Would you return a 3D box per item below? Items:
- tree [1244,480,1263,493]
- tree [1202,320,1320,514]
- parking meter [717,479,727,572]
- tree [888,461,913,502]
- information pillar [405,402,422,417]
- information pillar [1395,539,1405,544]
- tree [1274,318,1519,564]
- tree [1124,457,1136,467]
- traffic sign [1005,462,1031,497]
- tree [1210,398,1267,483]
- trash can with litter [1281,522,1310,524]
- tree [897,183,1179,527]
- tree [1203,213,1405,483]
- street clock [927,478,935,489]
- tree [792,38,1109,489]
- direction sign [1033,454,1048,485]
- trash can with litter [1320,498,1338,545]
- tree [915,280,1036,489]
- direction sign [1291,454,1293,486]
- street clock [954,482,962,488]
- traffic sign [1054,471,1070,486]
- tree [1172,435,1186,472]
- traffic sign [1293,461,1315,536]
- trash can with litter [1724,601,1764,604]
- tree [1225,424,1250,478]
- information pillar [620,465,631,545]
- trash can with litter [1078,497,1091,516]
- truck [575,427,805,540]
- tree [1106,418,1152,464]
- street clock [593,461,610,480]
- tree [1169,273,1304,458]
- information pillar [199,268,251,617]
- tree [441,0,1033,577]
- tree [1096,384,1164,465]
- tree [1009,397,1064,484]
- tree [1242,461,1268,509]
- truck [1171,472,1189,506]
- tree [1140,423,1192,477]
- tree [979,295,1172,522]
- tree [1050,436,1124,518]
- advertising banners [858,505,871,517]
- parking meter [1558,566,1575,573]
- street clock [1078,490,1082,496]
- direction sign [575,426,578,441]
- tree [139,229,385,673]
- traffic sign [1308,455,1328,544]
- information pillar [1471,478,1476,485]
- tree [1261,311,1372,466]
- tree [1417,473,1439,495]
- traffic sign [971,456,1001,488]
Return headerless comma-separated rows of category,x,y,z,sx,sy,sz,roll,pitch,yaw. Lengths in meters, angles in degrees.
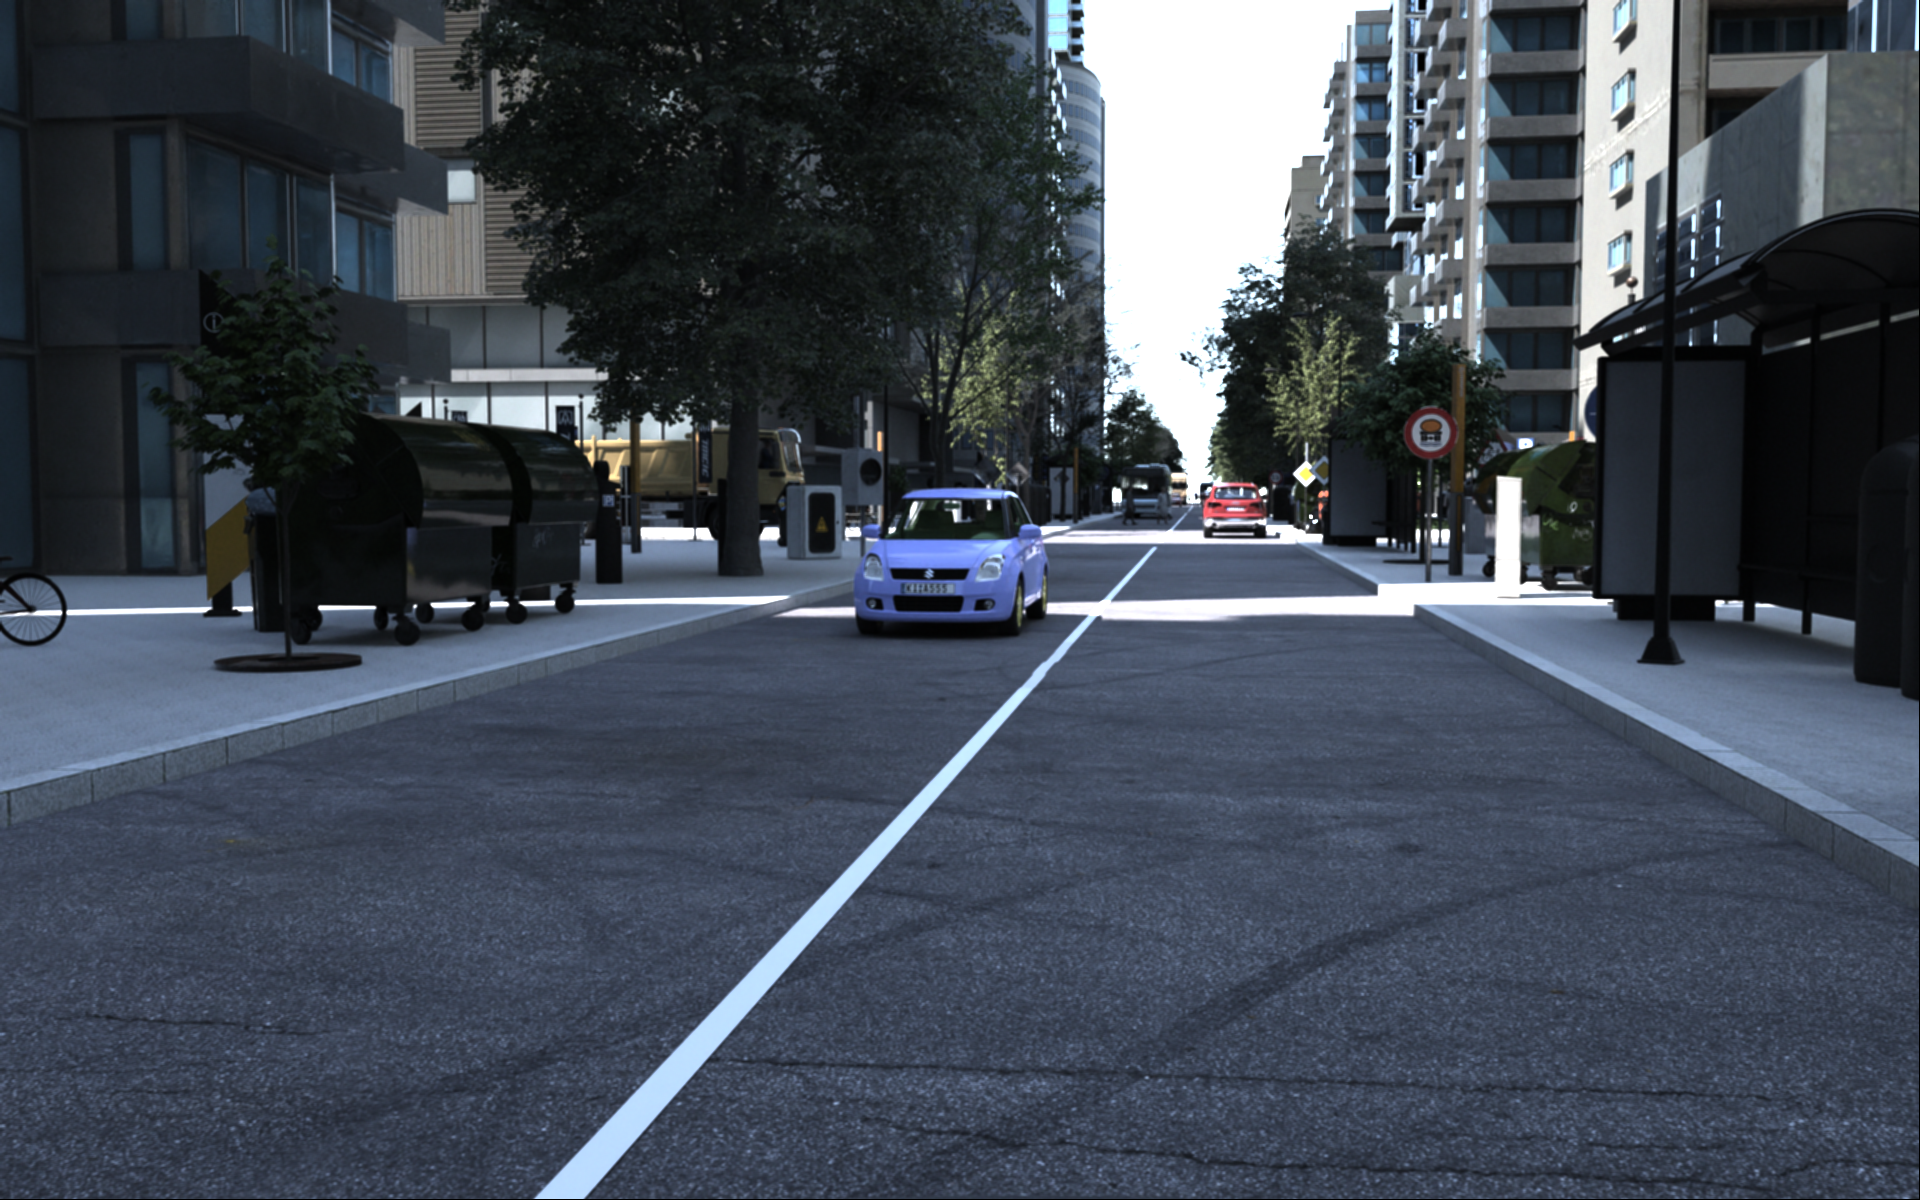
tree,23.143,-8.635,135.782,1.663,3.219,1.824,0,3,0
tree,20.311,-11.810,111.221,7.486,12.596,7.792,0,3,0
parking meter,-3.790,-1.225,28.441,0.372,1.533,0.369,0,3,0
tree,-3.152,-5.936,91.649,1.663,3.219,1.824,0,3,0
information pillar,-13.846,-3.214,43.895,0.504,3.616,0.183,-2,4,-35
information pillar,11.493,-2.477,44.991,0.304,2.012,0.304,0,4,6
tree,8.723,-2.967,32.221,4.285,4.588,4.351,0,3,0
tree,12.467,-9.328,136.223,4.285,4.588,4.351,0,3,0
traffic sign,1.797,-3.056,53.609,0.795,2.450,0.064,0,4,8
tree,29.104,-15.373,177.101,9.928,11.665,9.643,0,3,0
trash can with litter,15.057,-3.894,74.717,1.678,1.210,2.233,-3,4,-36
tree,2.607,-9.646,68.079,12.009,13.543,11.850,0,3,0
tree,16.031,-10.637,80.563,9.857,13.997,8.962,0,3,0
street clock,-1.250,-4.397,76.456,0.358,2.002,0.471,2,4,30
tree,-0.460,-6.999,40.185,9.928,11.665,9.643,0,3,0
direction sign,4.559,-6.513,98.489,0.876,3.537,0.379,0,4,7
trash can with litter,9.569,-1.960,43.427,1.055,1.170,0.624,0,4,7
tree,0.834,-6.623,58.652,4.737,8.622,4.395,0,3,0
direction sign,17.524,-6.084,91.464,0.379,3.537,0.876,1,4,13
street clock,-0.101,-5.988,102.480,0.471,2.002,0.358,-3,5,-40
traffic sign,5.033,-5.179,85.860,0.795,2.450,0.064,1,4,10
tree,29.075,-19.393,251.490,8.767,10.594,7.601,2,4,33
traffic sign,10.453,-2.980,52.373,0.795,2.450,0.064,0,4,8
trash can with litter,9.843,-0.559,20.201,1.678,1.210,2.233,-3,5,-42
tree,27.602,-13.268,167.289,4.360,8.622,3.978,0,3,0
information pillar,-8.458,-2.427,44.167,0.304,2.012,0.304,-3,5,-42
trash can with litter,7.108,-5.511,101.496,1.055,1.170,0.624,-1,4,-21
truck,-8.652,-3.372,51.056,9.791,3.379,3.469,0,4,7
tree,16.431,-13.290,167.649,4.737,8.622,4.395,0,3,0
street clock,-7.786,-2.021,37.622,0.358,2.002,0.471,-2,4,-31
tree,24.150,-18.020,150.511,12.611,20.169,13.585,0,3,0
information pillar,-7.658,-1.635,18.084,0.504,3.616,0.183,-1,4,-10
tree,-3.476,-7.357,26.942,9.857,13.997,8.962,0,3,0
tree,17.615,-15.916,178.358,7.486,12.596,7.792,0,3,0
tree,5.281,-10.548,122.819,4.360,8.622,3.978,0,3,0
tree,21.422,-8.374,120.622,4.285,4.588,4.351,0,3,0
truck,27.566,-14.082,219.151,2.839,4.237,11.283,0,4,8
tree,33.349,-22.456,284.170,9.611,12.733,9.660,0,3,0
tree,4.671,-8.930,80.417,8.767,10.594,7.601,1,4,17
tree,6.347,-6.807,95.003,4.285,4.588,4.351,0,3,0
advertising banners,-5.819,-6.201,97.566,2.074,3.025,0.090,3,5,40
parking meter,9.898,-1.212,28.220,0.372,1.533,0.369,0,3,0
street clock,7.589,-6.473,110.407,0.358,2.002,0.471,1,4,9
direction sign,-12.996,-4.010,57.557,0.379,3.537,0.876,2,4,31
tree,-5.141,-1.113,12.795,1.663,3.219,1.824,0,3,0
traffic sign,9.338,-2.497,44.465,0.795,2.450,0.064,0,4,8
information pillar,23.462,-4.561,79.057,0.304,2.012,0.304,1,4,14
tree,14.188,-7.259,69.054,4.737,8.622,4.395,0,3,0
tree,18.858,-4.641,70.483,1.663,3.219,1.824,0,3,0
traffic sign,0.682,-2.572,45.702,0.795,2.450,0.064,0,4,8
